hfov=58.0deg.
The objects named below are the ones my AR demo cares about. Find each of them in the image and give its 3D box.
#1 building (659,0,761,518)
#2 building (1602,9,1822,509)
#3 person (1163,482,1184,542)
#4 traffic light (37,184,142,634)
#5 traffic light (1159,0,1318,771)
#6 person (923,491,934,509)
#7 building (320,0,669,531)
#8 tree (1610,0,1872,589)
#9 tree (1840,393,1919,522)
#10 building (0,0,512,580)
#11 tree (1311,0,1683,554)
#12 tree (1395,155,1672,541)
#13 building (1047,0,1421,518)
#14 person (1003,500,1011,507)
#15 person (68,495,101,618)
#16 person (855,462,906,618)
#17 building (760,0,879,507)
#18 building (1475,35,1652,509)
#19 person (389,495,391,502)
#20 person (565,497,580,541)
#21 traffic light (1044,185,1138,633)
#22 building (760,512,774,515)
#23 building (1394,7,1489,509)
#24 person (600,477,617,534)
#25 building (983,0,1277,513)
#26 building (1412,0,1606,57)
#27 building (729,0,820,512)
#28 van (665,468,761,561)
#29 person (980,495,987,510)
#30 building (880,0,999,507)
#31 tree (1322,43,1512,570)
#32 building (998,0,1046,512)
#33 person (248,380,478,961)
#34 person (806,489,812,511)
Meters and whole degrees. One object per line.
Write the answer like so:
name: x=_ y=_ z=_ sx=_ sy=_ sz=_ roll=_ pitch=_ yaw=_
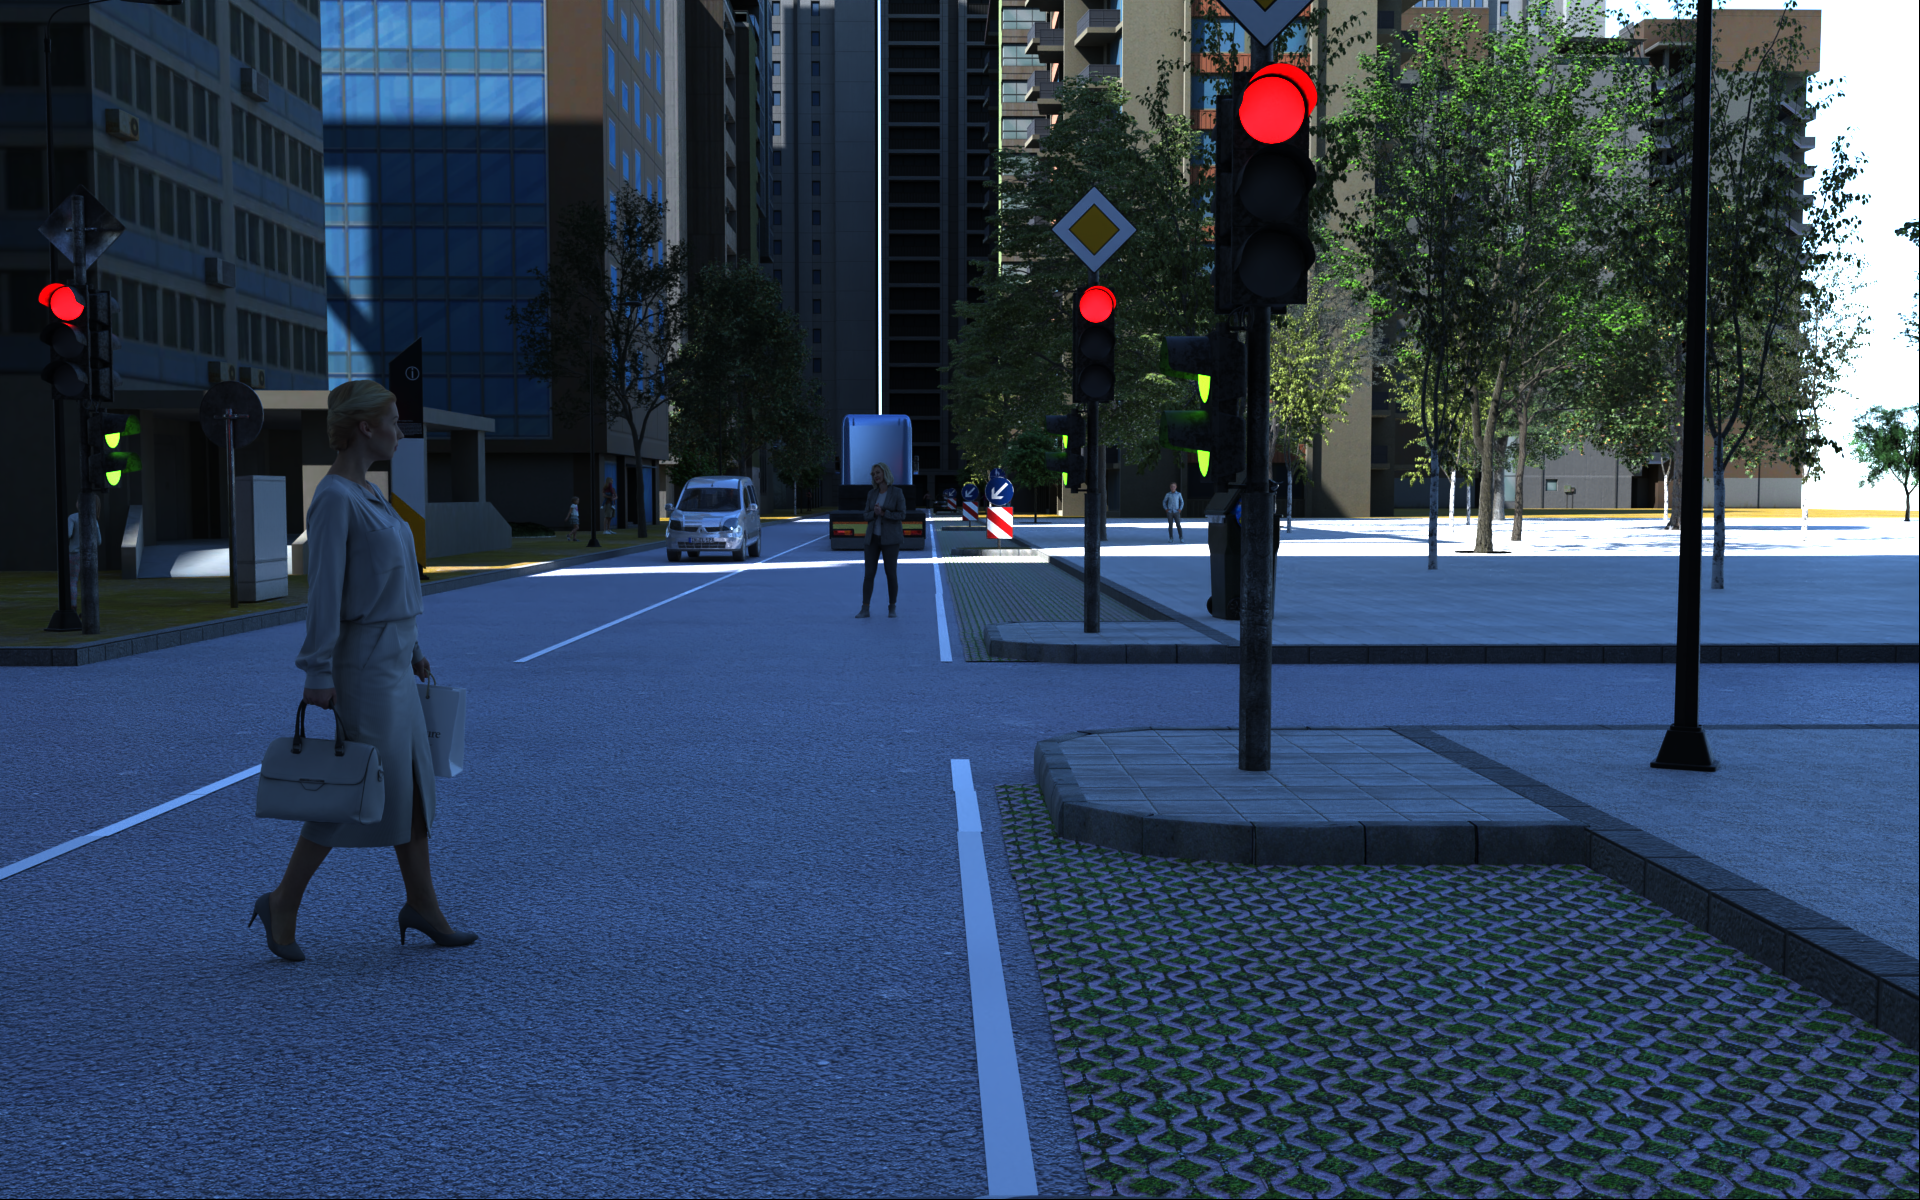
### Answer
building: x=-19.168 y=-19.994 z=98.599 sx=14.160 sy=30.474 sz=14.107 roll=0 pitch=4 yaw=-1
building: x=67.600 y=-31.113 z=158.806 sx=14.200 sy=45.320 sz=14.600 roll=0 pitch=4 yaw=-1
person: x=5.666 y=-2.333 z=45.993 sx=0.589 sy=1.601 sz=0.330 roll=1 pitch=4 yaw=18
traffic light: x=-7.954 y=-1.642 z=15.766 sx=0.839 sy=4.253 sz=0.868 roll=0 pitch=4 yaw=-1
traffic light: x=1.357 y=-1.165 z=7.972 sx=0.839 sy=4.253 sz=0.868 roll=0 pitch=4 yaw=-1
person: x=-2.988 y=-9.478 z=164.171 sx=1.217 sy=1.736 sz=0.721 roll=-3 pitch=4 yaw=-38
building: x=-19.113 y=-25.377 z=65.020 sx=14.600 sy=45.320 sz=14.200 roll=0 pitch=4 yaw=-1
tree: x=10.150 y=-4.447 z=23.079 sx=4.360 sy=8.622 sz=3.978 roll=0 pitch=3 yaw=0
tree: x=47.818 y=-6.762 z=73.472 sx=20.602 sy=7.101 sz=11.467 roll=3 pitch=5 yaw=40
building: x=-26.686 y=-20.861 z=32.952 sx=32.217 sy=40.220 sz=23.993 roll=0 pitch=4 yaw=-1
tree: x=11.286 y=-6.810 z=37.098 sx=9.928 sy=11.665 sz=9.643 roll=0 pitch=3 yaw=0
tree: x=15.573 y=-6.891 z=47.077 sx=7.601 sy=10.594 sz=8.767 roll=0 pitch=4 yaw=1
building: x=15.384 y=-27.680 z=107.199 sx=22.147 sy=44.769 sz=28.867 roll=0 pitch=4 yaw=-1
person: x=2.404 y=-5.007 z=88.741 sx=0.563 sy=1.720 sz=0.643 roll=1 pitch=4 yaw=10
person: x=-9.114 y=-0.464 z=17.913 sx=0.394 sy=1.301 sz=0.425 roll=1 pitch=4 yaw=9
person: x=-0.894 y=-0.696 z=20.071 sx=0.537 sy=1.800 sz=0.526 roll=2 pitch=4 yaw=30
building: x=-22.875 y=-39.419 z=186.498 sx=28.212 sy=58.520 sz=21.231 roll=0 pitch=4 yaw=-1
building: x=53.181 y=-29.045 z=158.475 sx=14.086 sy=41.232 sz=14.154 roll=0 pitch=4 yaw=-1
person: x=-9.741 y=-1.475 z=30.336 sx=0.511 sy=1.800 sz=0.466 roll=0 pitch=4 yaw=8
person: x=-10.506 y=-2.201 z=47.043 sx=0.382 sy=1.210 sz=0.505 roll=0 pitch=4 yaw=1
traffic light: x=1.205 y=-1.653 z=15.956 sx=0.839 sy=4.253 sz=0.868 roll=0 pitch=4 yaw=-1
building: x=-23.895 y=-49.352 z=119.578 sx=22.319 sy=86.520 sz=31.000 roll=0 pitch=4 yaw=-1
building: x=38.510 y=-31.075 z=158.182 sx=14.200 sy=45.320 sz=14.600 roll=0 pitch=4 yaw=-1
person: x=-11.231 y=-3.022 z=55.427 sx=0.573 sy=1.828 sz=0.580 roll=-1 pitch=4 yaw=-23
building: x=13.231 y=-30.301 z=150.039 sx=22.147 sy=44.769 sz=28.867 roll=0 pitch=4 yaw=-1
building: x=51.154 y=-39.432 z=186.715 sx=28.212 sy=58.520 sz=21.231 roll=0 pitch=4 yaw=-1
building: x=-28.717 y=-51.349 z=152.233 sx=31.000 sy=86.520 sz=22.319 roll=0 pitch=4 yaw=-1
van: x=-5.398 y=-1.907 z=38.184 sx=2.013 sy=2.044 sz=4.112 roll=0 pitch=4 yaw=0
person: x=1.994 y=-7.717 z=135.438 sx=0.991 sy=1.433 sz=0.599 roll=0 pitch=4 yaw=0
building: x=2.063 y=-45.654 z=184.694 sx=20.611 sy=71.187 sz=20.563 roll=0 pitch=4 yaw=-1
tree: x=8.294 y=-4.824 z=29.234 sx=4.360 sy=8.622 sz=3.978 roll=0 pitch=3 yaw=0
building: x=9.802 y=-27.220 z=128.642 sx=14.154 sy=41.232 sz=14.086 roll=0 pitch=4 yaw=-1
person: x=-1.869 y=0.212 z=5.385 sx=0.624 sy=1.780 sz=0.694 roll=1 pitch=4 yaw=10
person: x=-11.191 y=-7.362 z=127.877 sx=0.593 sy=1.643 sz=0.415 roll=2 pitch=4 yaw=31
